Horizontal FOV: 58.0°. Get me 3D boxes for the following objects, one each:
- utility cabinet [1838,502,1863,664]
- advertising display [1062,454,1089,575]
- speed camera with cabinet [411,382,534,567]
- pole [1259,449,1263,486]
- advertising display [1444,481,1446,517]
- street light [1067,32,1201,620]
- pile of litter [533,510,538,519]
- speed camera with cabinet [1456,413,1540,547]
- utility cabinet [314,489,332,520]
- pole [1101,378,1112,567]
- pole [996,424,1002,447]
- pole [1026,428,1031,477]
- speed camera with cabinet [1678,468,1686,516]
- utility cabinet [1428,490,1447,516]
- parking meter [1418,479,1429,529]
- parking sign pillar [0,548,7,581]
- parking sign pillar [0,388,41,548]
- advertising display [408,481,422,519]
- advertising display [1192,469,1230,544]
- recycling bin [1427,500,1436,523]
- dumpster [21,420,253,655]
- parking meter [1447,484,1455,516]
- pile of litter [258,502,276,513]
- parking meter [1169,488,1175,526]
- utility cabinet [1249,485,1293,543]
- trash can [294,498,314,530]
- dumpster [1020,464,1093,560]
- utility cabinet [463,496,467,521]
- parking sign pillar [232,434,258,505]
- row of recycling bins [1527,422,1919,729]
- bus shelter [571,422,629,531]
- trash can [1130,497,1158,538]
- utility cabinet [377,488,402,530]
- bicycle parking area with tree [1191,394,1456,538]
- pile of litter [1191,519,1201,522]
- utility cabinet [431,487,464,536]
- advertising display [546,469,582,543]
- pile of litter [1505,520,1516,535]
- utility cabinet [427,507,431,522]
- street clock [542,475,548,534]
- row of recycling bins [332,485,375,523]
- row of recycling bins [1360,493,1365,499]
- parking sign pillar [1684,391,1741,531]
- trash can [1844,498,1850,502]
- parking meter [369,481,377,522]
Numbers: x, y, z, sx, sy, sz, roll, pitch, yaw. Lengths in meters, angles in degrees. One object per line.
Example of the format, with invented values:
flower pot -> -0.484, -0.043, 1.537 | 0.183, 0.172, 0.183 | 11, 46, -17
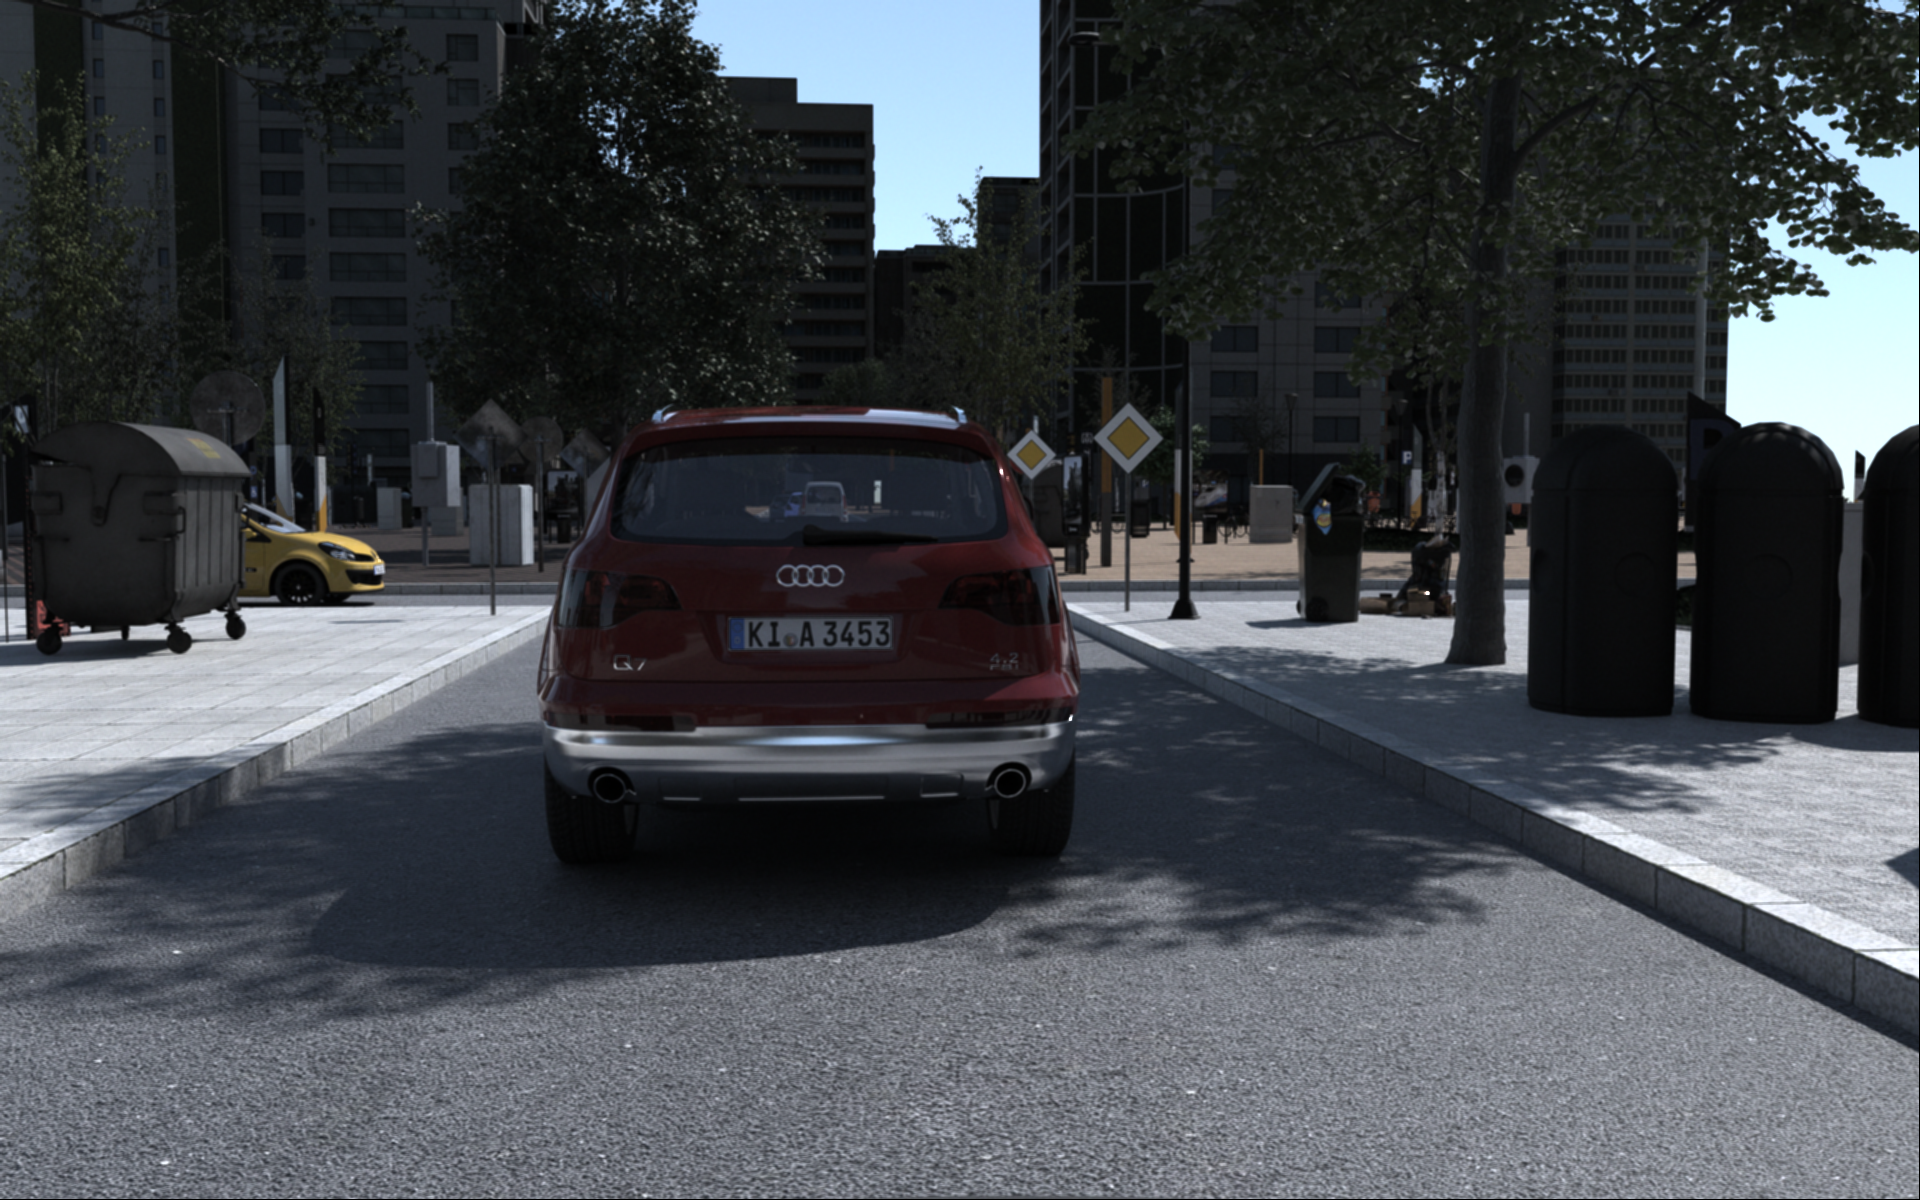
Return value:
utility cabinet -> 6.387, -0.117, 13.078 | 1.020, 1.237, 0.306 | -2, 4, -24
advertising display -> 1.862, -1.392, 27.971 | 0.123, 1.923, 0.974 | -1, 4, -16
speed camera with cabinet -> -8.657, -2.227, 30.754 | 2.038, 3.252, 0.660 | 1, 4, 9
pole -> 13.664, -5.185, 78.624 | 0.158, 3.312, 0.155 | 0, 3, 0
advertising display -> 23.756, -4.906, 85.421 | 0.123, 1.923, 0.974 | 2, 4, 32
street light -> 1.777, -2.759, 17.656 | 1.470, 5.913, 1.316 | 0, 4, -5
pile of litter -> -21.940, -4.496, 87.475 | 1.719, 0.858, 1.176 | -2, 4, -24
speed camera with cabinet -> 13.267, -2.964, 42.798 | 0.660, 3.252, 2.038 | -3, 4, -37
utility cabinet -> -30.511, -4.561, 83.254 | 0.318, 1.500, 1.173 | 1, 4, 18
pole -> 2.575, -2.240, 30.467 | 0.158, 3.312, 0.155 | 0, 3, 0
pole -> 1.141, -3.477, 50.691 | 0.158, 3.312, 0.155 | 0, 3, 0
pole -> 2.114, -3.656, 53.626 | 0.158, 3.312, 0.155 | 0, 3, 0
speed camera with cabinet -> 42.227, -6.425, 99.377 | 0.660, 3.252, 2.038 | -2, 4, -26
utility cabinet -> 27.691, -5.628, 100.697 | 1.173, 1.500, 0.318 | 0, 4, 1
parking meter -> 17.178, -3.586, 64.345 | 0.399, 1.863, 0.255 | 3, 5, 41
parking sign pillar -> -14.814, -2.253, 25.308 | 1.447, 3.967, 1.447 | -1, 4, -20
parking sign pillar -> -24.025, -3.388, 43.869 | 1.447, 3.967, 1.447 | -1, 4, -20
advertising display -> -27.671, -5.084, 88.333 | 0.123, 1.923, 0.974 | 3, 5, 41
advertising display -> 6.486, -2.427, 44.889 | 0.974, 1.923, 0.123 | 1, 4, 18
recycling bin -> 20.595, -3.903, 76.368 | 0.722, 1.027, 0.722 | -2, 4, -24
dumpster -> -6.845, -0.535, 14.514 | 1.264, 1.857, 1.865 | 0, 4, -5
parking meter -> 28.758, -5.861, 101.530 | 0.399, 1.863, 0.255 | 3, 4, 37
pile of litter -> -36.722, -4.743, 91.507 | 1.176, 0.858, 1.719 | 2, 4, 34
parking meter -> 8.696, -3.787, 70.329 | 0.372, 1.533, 0.369 | 0, 3, 0
utility cabinet -> 8.035, -2.203, 44.690 | 1.173, 1.500, 0.318 | -2, 4, -28
trash can -> -21.509, -2.753, 56.658 | 0.748, 1.137, 0.748 | 0, 3, 0
dumpster -> 1.931, -1.757, 34.480 | 1.264, 1.857, 1.865 | 0, 4, -5
utility cabinet -> -24.090, -4.405, 83.181 | 1.020, 1.237, 0.306 | 3, 4, 38
parking sign pillar -> -21.748, -3.876, 51.850 | 1.447, 3.967, 1.447 | 1, 4, 10
row of recycling bins -> 5.124, -0.171, 9.908 | 3.534, 1.692, 1.069 | 1, 4, 15
bus shelter -> -10.104, -3.504, 51.208 | 2.014, 3.302, 5.546 | 0, 4, -5
trash can -> 5.274, -2.406, 50.991 | 0.748, 1.137, 0.748 | 0, 3, 0
utility cabinet -> -20.009, -3.187, 60.781 | 1.173, 1.500, 0.318 | 3, 5, 44
bicycle parking area with tree -> 11.519, -3.922, 51.120 | 8.231, 4.147, 9.016 | -2, 4, -26
pile of litter -> 10.425, -3.971, 78.895 | 1.176, 0.858, 1.719 | 0, 4, 8
utility cabinet -> -15.615, -2.697, 52.767 | 1.173, 1.500, 0.318 | 2, 4, 35
advertising display -> -10.324, -2.442, 45.141 | 0.974, 1.923, 0.123 | 1, 4, 18
pile of litter -> 16.762, -2.493, 54.719 | 1.719, 0.858, 1.176 | 0, 4, 0
utility cabinet -> -24.079, -4.182, 79.537 | 0.306, 1.237, 1.020 | 3, 5, 45
street clock -> -13.439, -3.142, 55.943 | 0.358, 2.002, 0.471 | -2, 4, -25
row of recycling bins -> -27.073, -4.301, 77.427 | 1.069, 1.692, 3.534 | 0, 4, 1
row of recycling bins -> 22.010, -5.496, 96.980 | 1.069, 1.692, 3.534 | 0, 4, -1
parking sign pillar -> 19.552, -3.454, 44.952 | 1.447, 3.967, 1.447 | 1, 4, 18
trash can -> 29.677, -2.873, 58.625 | 0.748, 1.137, 0.748 | 0, 3, 0
parking meter -> -27.268, -4.573, 80.481 | 0.255, 1.863, 0.399 | -2, 4, -27
